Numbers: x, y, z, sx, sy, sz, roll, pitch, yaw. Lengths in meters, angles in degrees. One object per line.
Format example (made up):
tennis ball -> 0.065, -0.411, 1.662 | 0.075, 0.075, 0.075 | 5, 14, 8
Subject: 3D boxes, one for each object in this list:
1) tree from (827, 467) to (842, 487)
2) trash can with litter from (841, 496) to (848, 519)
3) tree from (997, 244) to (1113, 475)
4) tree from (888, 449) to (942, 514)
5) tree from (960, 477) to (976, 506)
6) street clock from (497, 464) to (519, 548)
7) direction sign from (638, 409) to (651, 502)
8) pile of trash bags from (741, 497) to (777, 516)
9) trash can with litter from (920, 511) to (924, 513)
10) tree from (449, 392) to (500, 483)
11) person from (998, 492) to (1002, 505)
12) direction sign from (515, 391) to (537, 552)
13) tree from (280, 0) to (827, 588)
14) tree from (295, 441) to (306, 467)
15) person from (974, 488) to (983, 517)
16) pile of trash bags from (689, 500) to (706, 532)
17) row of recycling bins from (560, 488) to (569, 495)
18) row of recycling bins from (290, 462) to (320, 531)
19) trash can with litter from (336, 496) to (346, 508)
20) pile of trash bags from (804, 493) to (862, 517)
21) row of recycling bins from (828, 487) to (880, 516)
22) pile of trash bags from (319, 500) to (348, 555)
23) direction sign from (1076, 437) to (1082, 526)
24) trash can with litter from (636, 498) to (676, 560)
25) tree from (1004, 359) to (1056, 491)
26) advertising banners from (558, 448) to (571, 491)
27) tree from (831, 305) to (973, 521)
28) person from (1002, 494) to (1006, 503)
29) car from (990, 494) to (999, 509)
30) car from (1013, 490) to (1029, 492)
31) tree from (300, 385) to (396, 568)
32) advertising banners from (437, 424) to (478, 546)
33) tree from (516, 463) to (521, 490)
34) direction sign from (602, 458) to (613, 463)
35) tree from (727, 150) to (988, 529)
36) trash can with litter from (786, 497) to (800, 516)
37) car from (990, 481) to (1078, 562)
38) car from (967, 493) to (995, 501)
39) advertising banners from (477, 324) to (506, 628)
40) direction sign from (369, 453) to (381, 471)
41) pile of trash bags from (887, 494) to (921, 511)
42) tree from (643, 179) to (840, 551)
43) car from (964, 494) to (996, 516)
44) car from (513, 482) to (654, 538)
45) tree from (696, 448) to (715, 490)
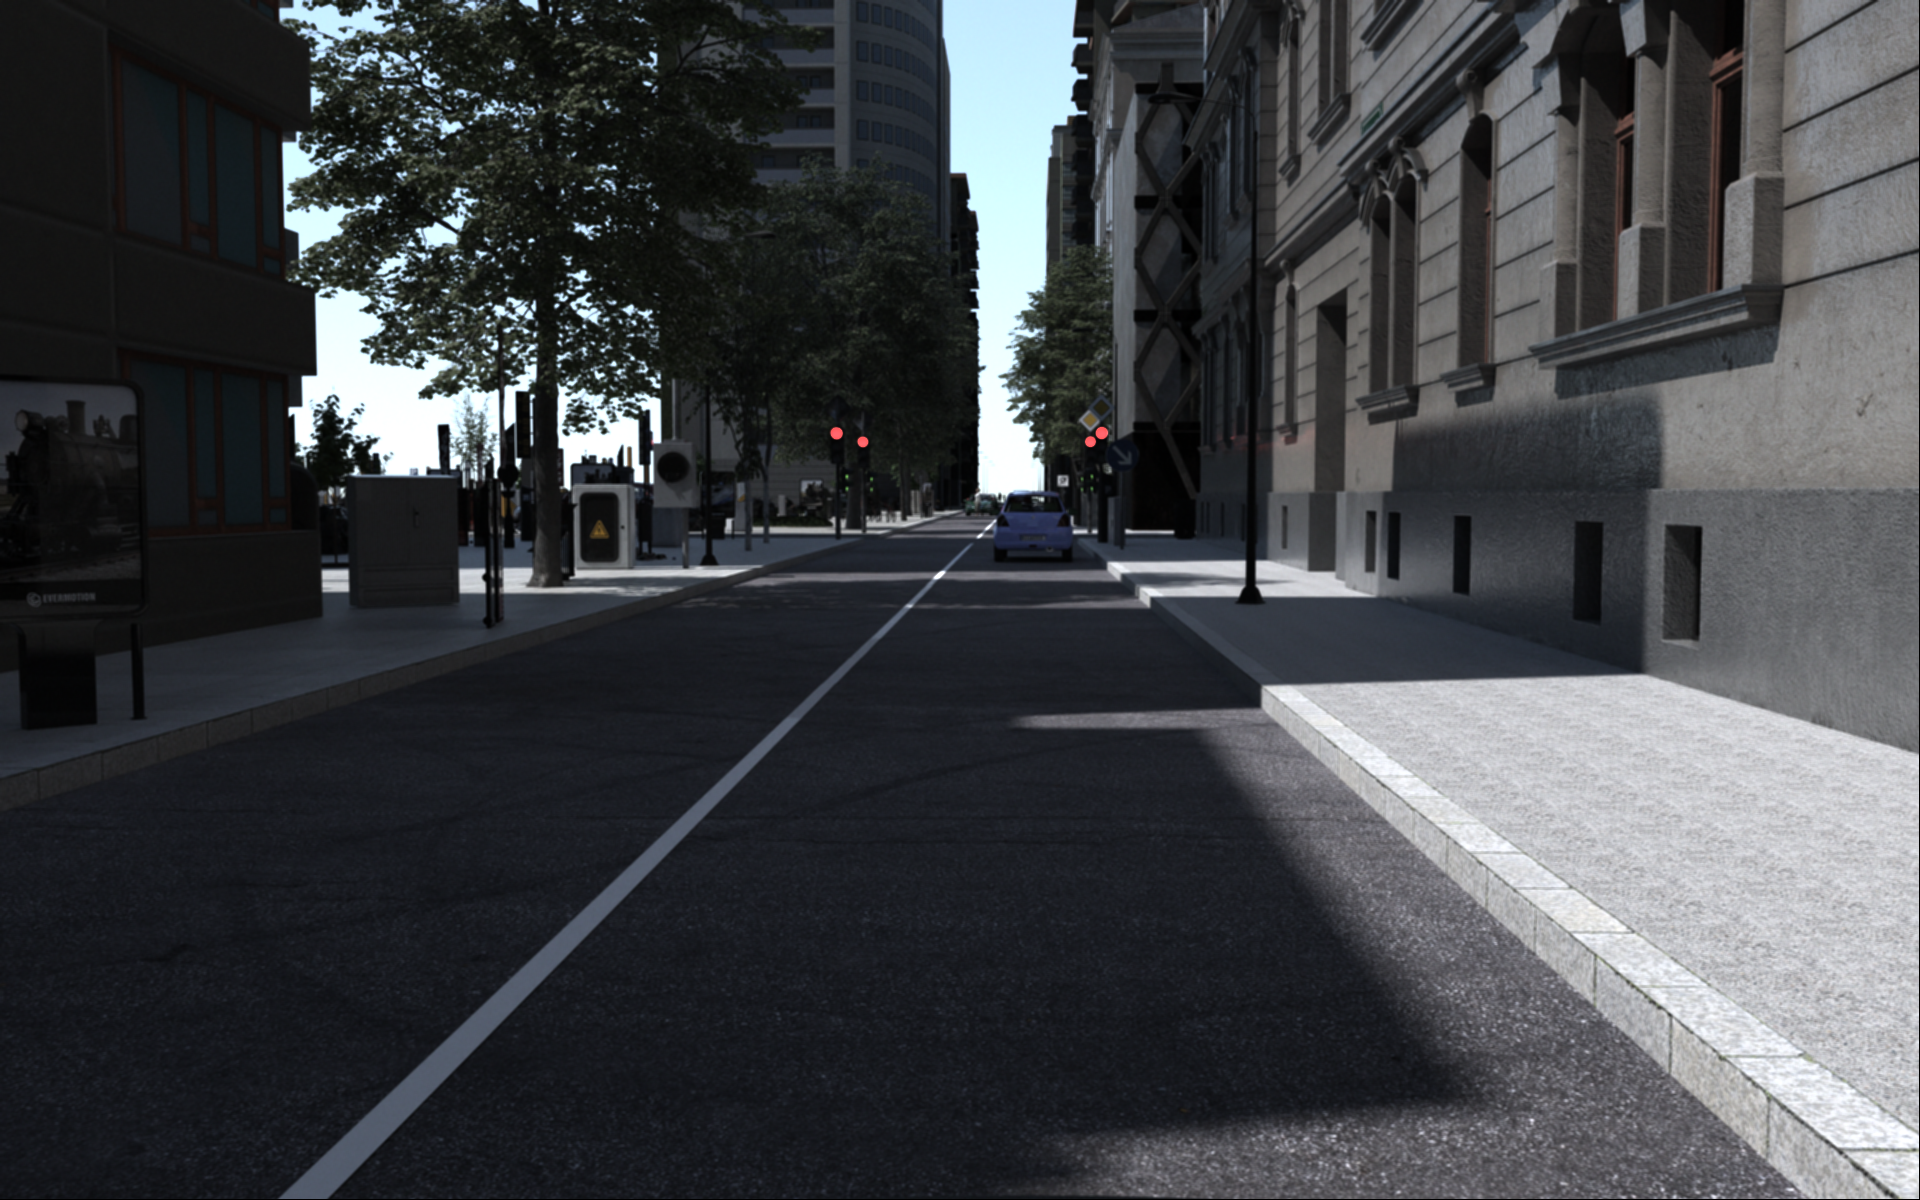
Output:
tree -> -8.342, -7.878, 123.412 | 1.663, 3.219, 1.824 | 0, 3, 0
trash can with litter -> -5.836, -4.769, 89.366 | 0.624, 1.170, 1.055 | -2, 4, -35
tree -> 5.415, -9.870, 79.510 | 7.486, 12.596, 7.792 | 0, 3, 0
tree -> -2.878, -7.799, 111.227 | 4.285, 4.588, 4.351 | 0, 3, 0
tree -> 1.020, -12.206, 194.166 | 1.663, 3.219, 1.824 | 0, 3, 0
street clock -> -10.751, -2.243, 41.245 | 0.358, 2.002, 0.471 | 3, 5, 43
direction sign -> -8.478, -3.340, 46.605 | 0.379, 3.537, 0.876 | -2, 4, -29
pile of trash bags -> -12.478, -5.576, 100.919 | 3.447, 1.369, 1.912 | -2, 4, -33
trash can with litter -> -3.084, -6.552, 118.177 | 2.233, 1.210, 1.678 | -2, 4, -24
tree -> -34.324, -10.530, 122.531 | 4.737, 8.622, 4.395 | 0, 3, 0
person -> 5.348, -13.606, 231.876 | 0.541, 1.710, 0.530 | -1, 4, -16
direction sign -> -9.405, -2.832, 38.302 | 0.876, 3.537, 0.379 | -3, 5, -43
tree -> -5.737, -6.475, 23.989 | 7.486, 12.596, 7.792 | 0, 3, 0
tree -> -35.231, -6.452, 89.209 | 4.285, 4.588, 4.351 | 0, 3, 0
person -> 1.178, -6.077, 108.092 | 0.641, 1.798, 0.478 | 0, 4, -5
pile of trash bags -> -10.516, -3.315, 63.956 | 3.447, 1.369, 1.912 | 3, 4, 37
row of recycling bins -> -24.392, -6.403, 111.796 | 3.534, 1.692, 1.069 | 1, 4, 19
row of recycling bins -> -9.913, -0.908, 21.957 | 3.534, 1.692, 1.069 | 0, 4, -3
trash can with litter -> -28.764, -4.215, 79.979 | 2.233, 1.210, 1.678 | 2, 4, 29
pile of trash bags -> -7.170, -5.398, 98.007 | 3.447, 1.369, 1.912 | 0, 4, 4
row of recycling bins -> -6.232, -5.806, 102.045 | 3.534, 1.692, 1.069 | -3, 4, -37
pile of trash bags -> -13.971, -1.658, 36.865 | 1.912, 1.369, 3.447 | 3, 5, 40
direction sign -> 4.858, -4.729, 69.311 | 0.379, 3.537, 0.876 | 0, 4, 5
trash can with litter -> -6.394, -1.394, 33.844 | 1.678, 1.210, 2.233 | 1, 4, 10
tree -> 12.737, -22.108, 217.352 | 12.611, 20.169, 13.585 | 0, 3, 0
advertising banners -> -14.666, -4.285, 66.250 | 2.074, 3.025, 0.090 | -3, 4, -37
tree -> -3.025, -9.070, 82.712 | 7.601, 10.594, 8.767 | -1, 4, -10
person -> 6.985, -15.945, 272.457 | 1.065, 1.426, 0.557 | 3, 5, 43
car -> 2.511, -8.850, 153.485 | 1.959, 1.807, 4.718 | 0, 4, 1
car -> 5.608, -9.146, 158.204 | 2.281, 1.827, 5.304 | 0, 4, 3
tree -> -11.061, -2.191, 30.431 | 1.663, 3.219, 1.824 | 0, 3, 0
advertising banners -> -12.296, -2.849, 42.763 | 2.074, 3.025, 0.090 | 3, 5, 41
tree -> -25.098, -6.418, 99.536 | 1.663, 3.219, 1.824 | 0, 3, 0
direction sign -> -21.911, -7.081, 107.775 | 0.876, 3.537, 0.379 | 2, 4, 29
tree -> -3.995, -9.582, 63.329 | 9.857, 13.997, 8.962 | 0, 3, 0
trash can with litter -> -8.541, -4.680, 87.907 | 1.055, 1.170, 0.624 | -1, 4, -19
car -> 1.620, -1.732, 37.904 | 1.945, 1.707, 3.694 | 0, 4, 3
car -> 1.585, -7.340, 129.050 | 2.155, 1.783, 4.494 | 0, 4, 3
advertising banners -> -4.654, -1.296, 17.372 | 0.090, 3.025, 2.074 | -1, 4, -9
direction sign -> -32.339, -6.310, 95.165 | 0.876, 3.537, 0.379 | -2, 4, -24
pile of trash bags -> -3.911, -7.310, 129.272 | 3.447, 1.369, 1.912 | 2, 4, 30
tree -> -5.003, -5.416, 38.907 | 4.360, 8.622, 3.978 | 0, 3, 0
car -> 1.329, -6.324, 115.201 | 2.131, 1.459, 4.920 | 0, 4, 2
car -> -11.272, -2.771, 53.971 | 5.304, 1.827, 2.281 | 0, 4, 3
tree -> -16.670, -7.436, 105.299 | 4.285, 4.588, 4.351 | 0, 3, 0
